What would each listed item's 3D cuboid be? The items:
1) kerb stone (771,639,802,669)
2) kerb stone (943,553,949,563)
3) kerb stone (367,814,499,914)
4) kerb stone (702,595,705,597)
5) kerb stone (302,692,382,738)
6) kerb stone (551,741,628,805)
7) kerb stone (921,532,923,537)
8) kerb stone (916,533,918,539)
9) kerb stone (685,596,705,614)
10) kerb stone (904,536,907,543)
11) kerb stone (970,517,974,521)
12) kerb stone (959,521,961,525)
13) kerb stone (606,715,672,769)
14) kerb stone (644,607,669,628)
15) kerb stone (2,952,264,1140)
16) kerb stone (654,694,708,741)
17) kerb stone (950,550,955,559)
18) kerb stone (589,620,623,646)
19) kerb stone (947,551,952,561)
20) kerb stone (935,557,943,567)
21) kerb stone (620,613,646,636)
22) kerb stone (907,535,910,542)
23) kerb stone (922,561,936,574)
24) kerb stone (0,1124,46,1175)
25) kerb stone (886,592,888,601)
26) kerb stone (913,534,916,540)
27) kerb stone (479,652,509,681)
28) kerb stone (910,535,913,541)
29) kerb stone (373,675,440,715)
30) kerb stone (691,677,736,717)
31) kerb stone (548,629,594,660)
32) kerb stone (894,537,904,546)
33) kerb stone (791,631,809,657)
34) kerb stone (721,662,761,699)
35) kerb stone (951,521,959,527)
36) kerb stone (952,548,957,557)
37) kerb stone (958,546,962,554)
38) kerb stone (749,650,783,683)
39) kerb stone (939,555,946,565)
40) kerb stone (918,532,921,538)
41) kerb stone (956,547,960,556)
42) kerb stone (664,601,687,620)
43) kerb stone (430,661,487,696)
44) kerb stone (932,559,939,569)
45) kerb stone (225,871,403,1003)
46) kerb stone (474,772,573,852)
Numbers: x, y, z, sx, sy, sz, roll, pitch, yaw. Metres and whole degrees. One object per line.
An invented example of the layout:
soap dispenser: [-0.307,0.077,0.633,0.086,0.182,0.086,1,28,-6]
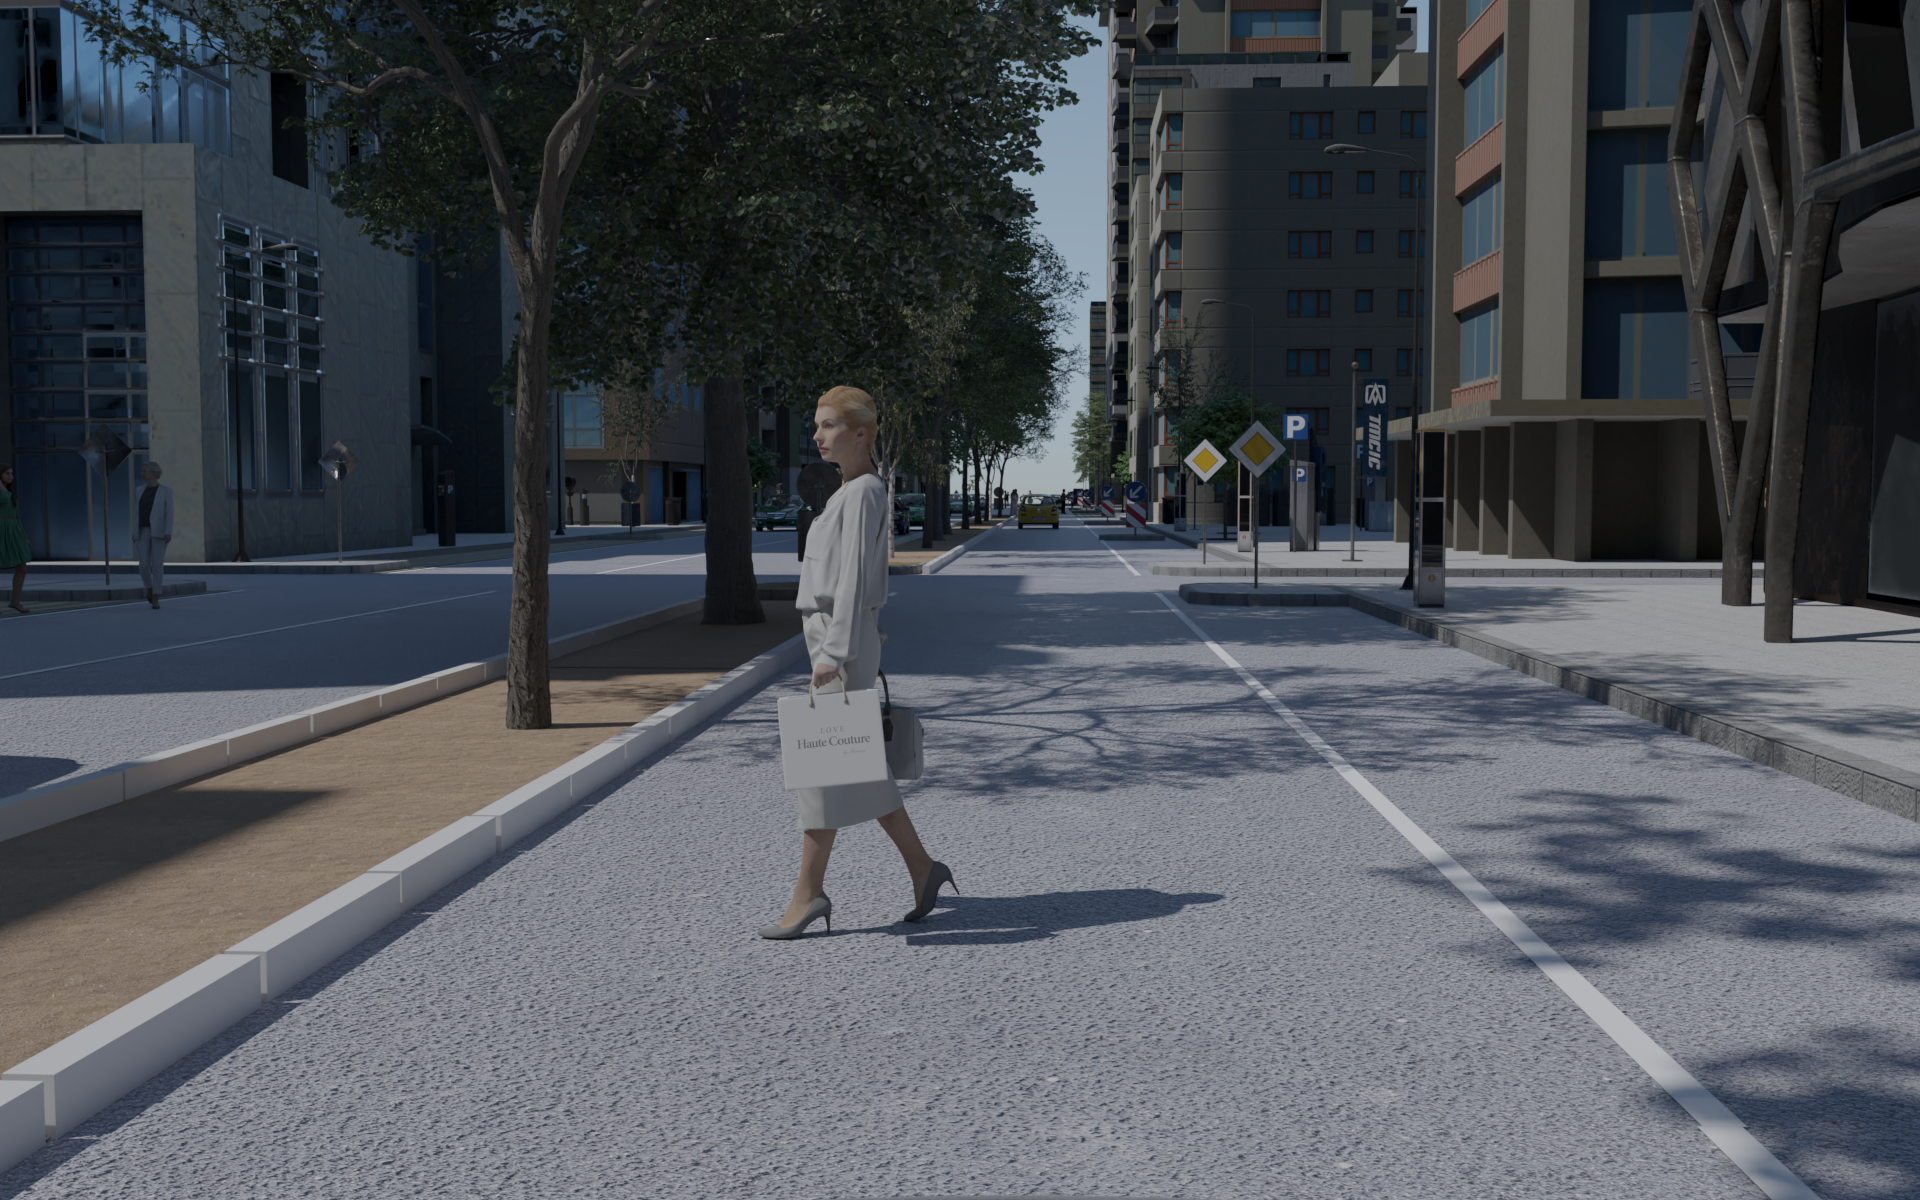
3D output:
kerb stone: [-1.483,0.466,14.585,0.120,0.150,1.000,0,4,3]
kerb stone: [-0.367,-0.815,35.566,0.120,0.150,1.000,0,4,3]
kerb stone: [-1.934,0.967,6.399,0.120,0.150,1.000,0,4,3]
kerb stone: [-3.204,0.021,21.852,0.120,0.150,1.000,0,4,3]
kerb stone: [-3.803,0.709,10.597,0.120,0.150,1.000,0,4,3]
kerb stone: [-1.814,0.845,8.446,0.120,0.150,1.000,0,4,3]
kerb stone: [-1.372,-2.077,56.177,0.120,0.150,1.000,0,4,3]
kerb stone: [-1.485,-1.952,54.117,0.120,0.150,1.000,0,4,3]
kerb stone: [-3.262,0.093,20.825,0.120,0.150,1.000,0,4,3]
kerb stone: [-1.695,-1.703,50.034,0.120,0.150,1.000,0,4,3]
kerb stone: [0.709,-4.457,95.069,0.120,0.150,1.000,0,4,3]
kerb stone: [-0.161,-3.456,78.702,0.120,0.150,1.000,0,4,3]
kerb stone: [-1.761,0.781,9.467,0.120,0.150,1.000,0,4,3]
kerb stone: [-3.356,0.209,18.777,0.120,0.150,1.000,0,4,3]
kerb stone: [-2.039,1.095,4.340,0.120,0.150,1.000,0,4,3]
kerb stone: [-1.702,0.717,10.492,0.120,0.150,1.000,0,4,3]
kerb stone: [-0.248,-0.938,37.607,0.120,0.150,1.000,0,4,3]
kerb stone: [-3.468,0.334,16.731,0.120,0.150,1.000,0,4,3]
kerb stone: [-0.310,-0.880,36.586,0.120,0.150,1.000,0,4,3]
kerb stone: [-0.478,-0.693,33.522,0.120,0.150,1.000,0,4,3]
kerb stone: [-3.419,0.273,17.757,0.120,0.150,1.000,0,4,3]
kerb stone: [-1.645,-1.762,51.055,0.120,0.150,1.000,0,4,3]
kerb stone: [-0.585,-0.565,31.479,0.120,0.150,1.000,0,4,3]
kerb stone: [-2.098,1.161,3.311,0.120,0.150,1.000,0,4,3]
kerb stone: [-1.050,-0.030,22.770,0.120,0.150,1.000,0,4,3]
kerb stone: [-1.531,-1.890,53.096,0.120,0.150,1.000,0,4,3]
kerb stone: [-3.638,0.525,13.669,0.120,0.150,1.000,0,4,3]
kerb stone: [-1.593,-1.827,52.076,0.120,0.150,1.000,0,4,3]
kerb stone: [-3.744,0.650,11.618,0.120,0.150,1.000,0,4,3]
kerb stone: [-1.655,0.656,11.513,0.120,0.150,1.000,0,4,3]
kerb stone: [-3.540,0.399,15.711,0.120,0.150,1.000,0,4,3]
kerb stone: [-1.752,-1.640,49.014,0.120,0.150,1.000,0,4,3]
kerb stone: [-1.428,0.403,15.605,0.120,0.150,1.000,0,4,3]
kerb stone: [-1.603,0.592,12.538,0.120,0.150,1.000,0,4,3]
kerb stone: [-0.226,-3.394,77.682,0.120,0.150,1.000,0,4,3]
kerb stone: [-0.202,-1.002,38.641,0.120,0.150,1.000,0,4,3]
kerb stone: [-0.095,-1.131,40.684,0.120,0.150,1.000,0,4,3]
kerb stone: [-1.543,0.529,13.562,0.120,0.150,1.000,0,4,3]
kerb stone: [-0.429,-0.755,34.543,0.120,0.150,1.000,0,4,3]
kerb stone: [-1.418,-2.015,55.148,0.120,0.150,1.000,0,4,3]
kerb stone: [-0.152,-1.068,39.662,0.120,0.150,1.000,0,4,3]
kerb stone: [-3.318,0.146,19.803,0.120,0.150,1.000,0,4,3]
kerb stone: [-3.691,0.585,12.638,0.120,0.150,1.000,0,4,3]
kerb stone: [-0.533,-0.630,32.499,0.120,0.150,1.000,0,4,3]
kerb stone: [-1.982,1.031,5.371,0.120,0.150,1.000,0,4,3]
kerb stone: [-1.866,0.904,7.420,0.120,0.150,1.000,0,4,3]
